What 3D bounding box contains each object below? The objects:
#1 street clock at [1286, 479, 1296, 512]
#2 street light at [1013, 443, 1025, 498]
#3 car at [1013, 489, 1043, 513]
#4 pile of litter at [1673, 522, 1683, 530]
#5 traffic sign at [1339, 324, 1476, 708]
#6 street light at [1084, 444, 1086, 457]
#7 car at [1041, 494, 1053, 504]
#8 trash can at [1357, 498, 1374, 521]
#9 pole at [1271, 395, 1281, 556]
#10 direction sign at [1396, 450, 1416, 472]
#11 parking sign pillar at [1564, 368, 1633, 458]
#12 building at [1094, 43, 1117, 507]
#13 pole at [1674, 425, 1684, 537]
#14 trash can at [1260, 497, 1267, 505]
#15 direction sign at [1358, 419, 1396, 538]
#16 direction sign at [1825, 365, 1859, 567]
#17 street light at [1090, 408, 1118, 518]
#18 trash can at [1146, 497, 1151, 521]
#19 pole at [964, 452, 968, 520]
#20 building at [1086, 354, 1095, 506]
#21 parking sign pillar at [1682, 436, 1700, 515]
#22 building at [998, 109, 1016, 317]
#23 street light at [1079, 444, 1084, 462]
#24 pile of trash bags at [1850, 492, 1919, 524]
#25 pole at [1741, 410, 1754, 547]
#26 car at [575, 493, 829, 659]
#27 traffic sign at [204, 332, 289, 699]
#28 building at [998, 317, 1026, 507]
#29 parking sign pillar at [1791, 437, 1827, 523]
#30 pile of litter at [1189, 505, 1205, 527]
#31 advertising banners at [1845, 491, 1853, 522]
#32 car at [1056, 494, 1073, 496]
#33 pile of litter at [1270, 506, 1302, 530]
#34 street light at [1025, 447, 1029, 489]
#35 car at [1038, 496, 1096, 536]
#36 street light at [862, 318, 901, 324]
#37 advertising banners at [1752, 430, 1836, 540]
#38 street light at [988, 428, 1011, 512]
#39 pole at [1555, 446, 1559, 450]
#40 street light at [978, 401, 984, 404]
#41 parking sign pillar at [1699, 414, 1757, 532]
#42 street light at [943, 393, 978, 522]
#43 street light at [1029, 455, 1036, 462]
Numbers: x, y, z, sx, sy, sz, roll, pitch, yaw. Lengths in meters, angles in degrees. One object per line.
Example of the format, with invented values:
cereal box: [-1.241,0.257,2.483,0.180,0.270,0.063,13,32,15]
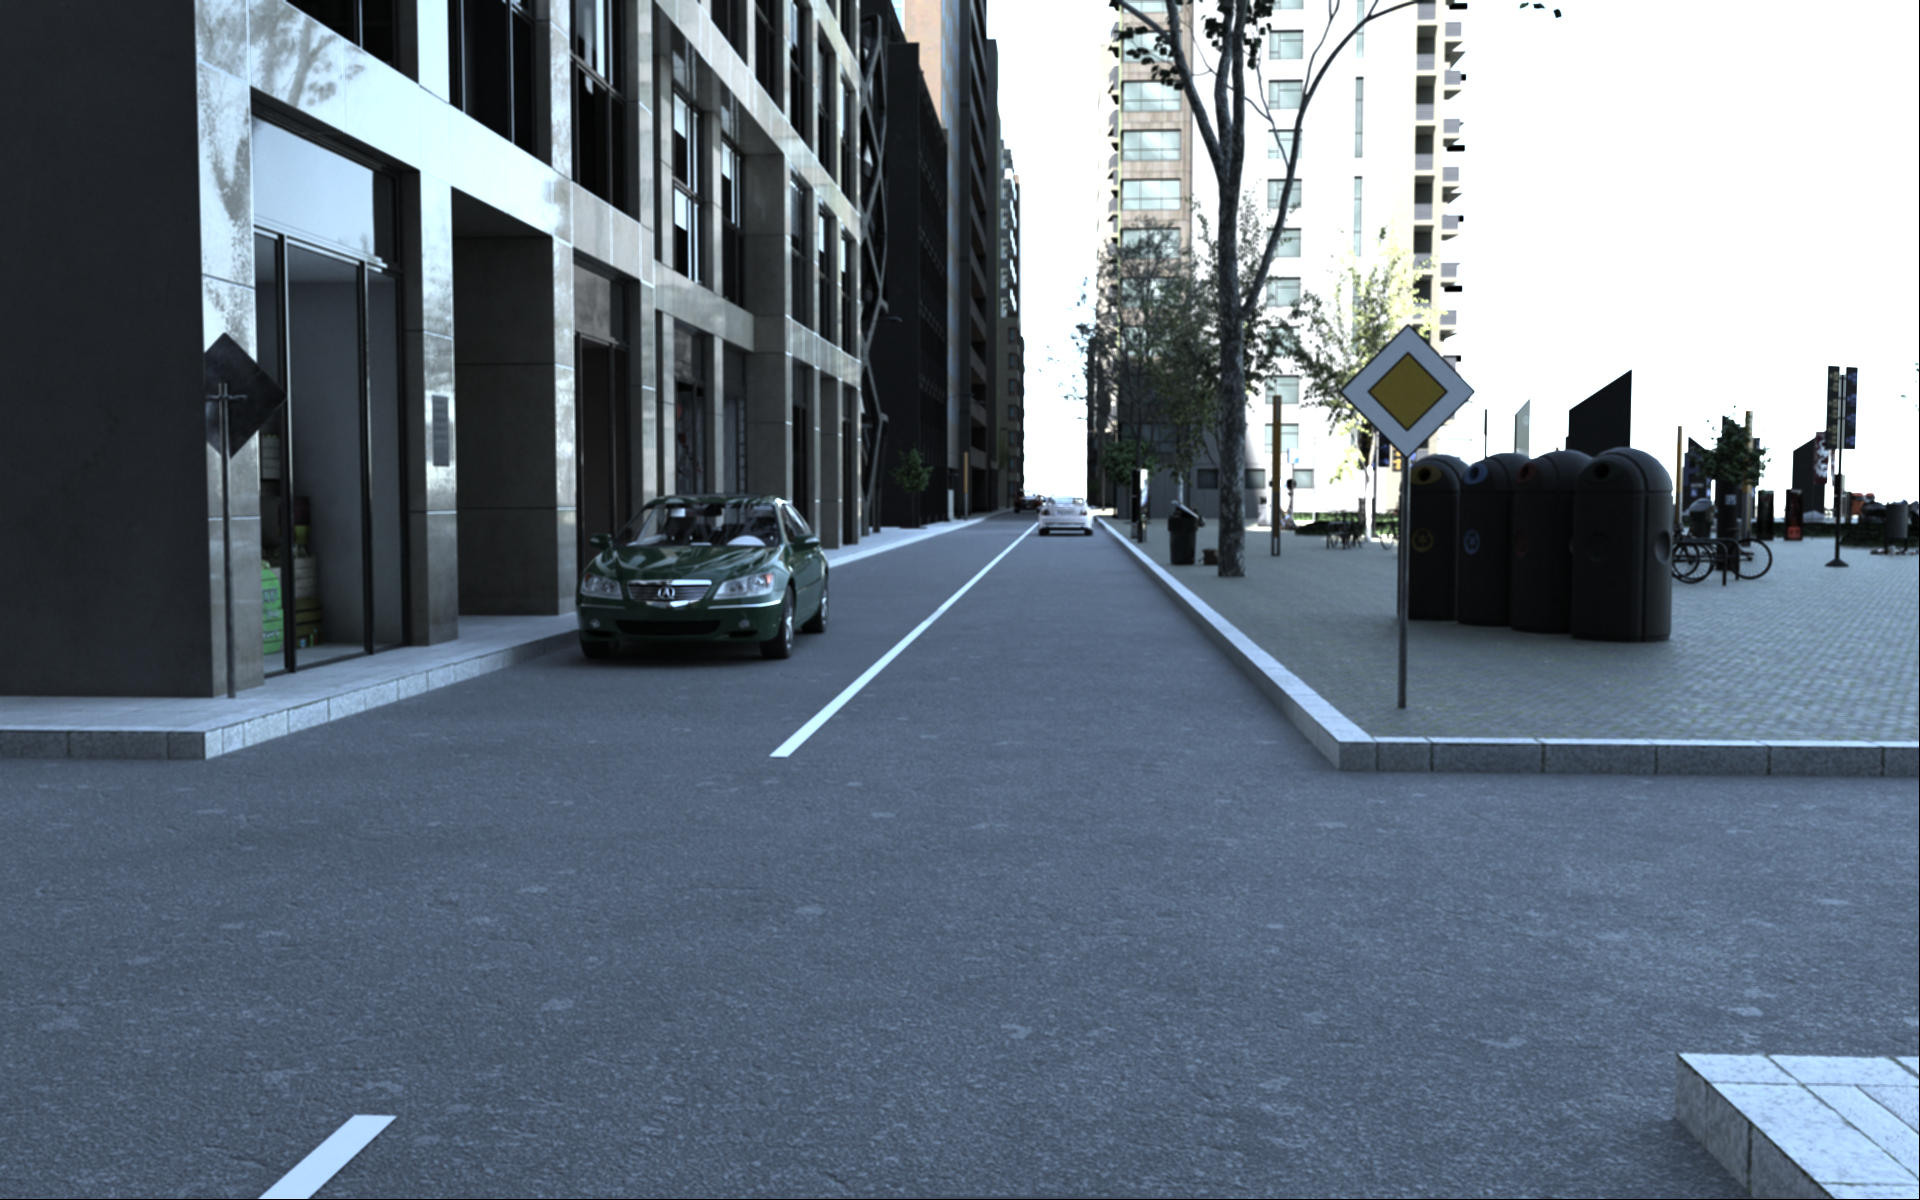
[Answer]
street clock: [15.744,-4.762,82.425,0.471,2.002,0.358,2,4,27]
street light: [4.899,-11.270,156.802,1.470,5.913,1.316,0,4,4]
car: [5.220,-7.563,132.320,2.281,1.827,5.304,0,4,4]
pile of litter: [24.345,-2.822,60.107,1.719,0.858,1.176,0,4,4]
traffic sign: [2.653,-0.410,10.342,0.795,2.450,0.064,0,4,4]
street light: [9.995,-9.446,126.982,1.470,5.913,1.316,0,4,4]
car: [12.137,-13.924,239.662,2.014,1.417,4.499,0,4,3]
trash can: [15.479,-3.319,65.918,0.748,1.137,0.748,0,3,0]
pole: [6.557,-2.573,35.906,0.158,3.312,0.155,0,3,0]
direction sign: [15.450,-4.177,60.283,0.876,3.537,0.379,3,5,41]
parking sign pillar: [13.734,-2.988,37.329,1.447,3.967,1.447,0,4,7]
building: [24.820,-33.973,179.154,21.300,48.544,21.600,0,4,4]
pole: [21.258,-3.509,51.207,0.158,3.312,0.155,0,3,0]
trash can: [14.840,-4.406,83.695,0.748,1.137,0.748,0,3,0]
direction sign: [12.080,-3.571,50.383,0.876,3.537,0.379,3,5,39]
direction sign: [15.562,-2.363,30.628,0.876,3.537,0.379,-2,4,-31]
street light: [7.753,-7.352,92.744,1.470,5.913,1.316,0,4,4]
trash can: [8.687,-4.296,81.892,0.748,1.137,0.748,0,3,0]
pole: [0.285,-5.537,84.365,0.158,3.312,0.155,0,3,0]
building: [28.938,-22.028,205.195,27.650,21.520,28.899,0,4,4]
parking sign pillar: [33.731,-5.551,79.233,1.447,3.967,1.447,-2,4,-28]
building: [-4.528,-36.307,213.234,23.786,49.044,30.456,0,4,4]
street light: [12.060,-11.556,161.488,1.470,5.913,1.316,0,4,4]
pile of trash bags: [39.476,-3.949,74.320,1.912,1.369,3.447,1,4,10]
pole: [19.127,-2.949,42.059,0.158,3.312,0.155,0,3,0]
car: [-2.337,-0.294,16.599,2.131,1.459,4.920,0,4,2]
traffic sign: [-4.575,-0.439,10.821,0.795,2.450,0.064,0,4,4]
building: [-7.222,-20.766,184.563,27.650,21.520,28.899,0,4,4]
parking sign pillar: [35.368,-5.119,72.174,1.447,3.967,1.447,2,4,27]
pile of litter: [8.915,-3.303,67.961,1.719,0.858,1.176,-2,4,-29]
advertising banners: [32.600,-4.155,64.119,0.090,3.025,2.074,0,4,6]
car: [7.066,-6.564,117.109,2.009,1.686,4.222,0,4,4]
pile of litter: [11.756,-2.917,61.659,1.176,0.858,1.719,-1,4,-12]
street light: [5.784,-12.077,170.006,1.470,5.913,1.316,0,4,4]
car: [3.755,-2.974,60.985,2.083,1.381,4.827,0,4,5]
street light: [-2.249,-4.477,45.741,1.470,5.913,1.316,0,4,4]
advertising banners: [23.016,-3.158,47.817,2.074,3.025,0.090,0,4,7]
street light: [2.652,-9.155,122.230,1.470,5.913,1.316,0,4,4]
pole: [25.478,-4.902,73.988,0.158,3.312,0.155,0,3,0]
street light: [0.517,-7.002,87.027,1.470,5.913,1.316,0,4,4]
parking sign pillar: [25.942,-4.249,57.938,1.447,3.967,1.447,-2,4,-30]
street light: [-0.059,-6.571,79.982,1.470,5.913,1.316,0,4,4]
street light: [7.974,-14.198,204.672,1.470,5.913,1.316,0,4,4]
